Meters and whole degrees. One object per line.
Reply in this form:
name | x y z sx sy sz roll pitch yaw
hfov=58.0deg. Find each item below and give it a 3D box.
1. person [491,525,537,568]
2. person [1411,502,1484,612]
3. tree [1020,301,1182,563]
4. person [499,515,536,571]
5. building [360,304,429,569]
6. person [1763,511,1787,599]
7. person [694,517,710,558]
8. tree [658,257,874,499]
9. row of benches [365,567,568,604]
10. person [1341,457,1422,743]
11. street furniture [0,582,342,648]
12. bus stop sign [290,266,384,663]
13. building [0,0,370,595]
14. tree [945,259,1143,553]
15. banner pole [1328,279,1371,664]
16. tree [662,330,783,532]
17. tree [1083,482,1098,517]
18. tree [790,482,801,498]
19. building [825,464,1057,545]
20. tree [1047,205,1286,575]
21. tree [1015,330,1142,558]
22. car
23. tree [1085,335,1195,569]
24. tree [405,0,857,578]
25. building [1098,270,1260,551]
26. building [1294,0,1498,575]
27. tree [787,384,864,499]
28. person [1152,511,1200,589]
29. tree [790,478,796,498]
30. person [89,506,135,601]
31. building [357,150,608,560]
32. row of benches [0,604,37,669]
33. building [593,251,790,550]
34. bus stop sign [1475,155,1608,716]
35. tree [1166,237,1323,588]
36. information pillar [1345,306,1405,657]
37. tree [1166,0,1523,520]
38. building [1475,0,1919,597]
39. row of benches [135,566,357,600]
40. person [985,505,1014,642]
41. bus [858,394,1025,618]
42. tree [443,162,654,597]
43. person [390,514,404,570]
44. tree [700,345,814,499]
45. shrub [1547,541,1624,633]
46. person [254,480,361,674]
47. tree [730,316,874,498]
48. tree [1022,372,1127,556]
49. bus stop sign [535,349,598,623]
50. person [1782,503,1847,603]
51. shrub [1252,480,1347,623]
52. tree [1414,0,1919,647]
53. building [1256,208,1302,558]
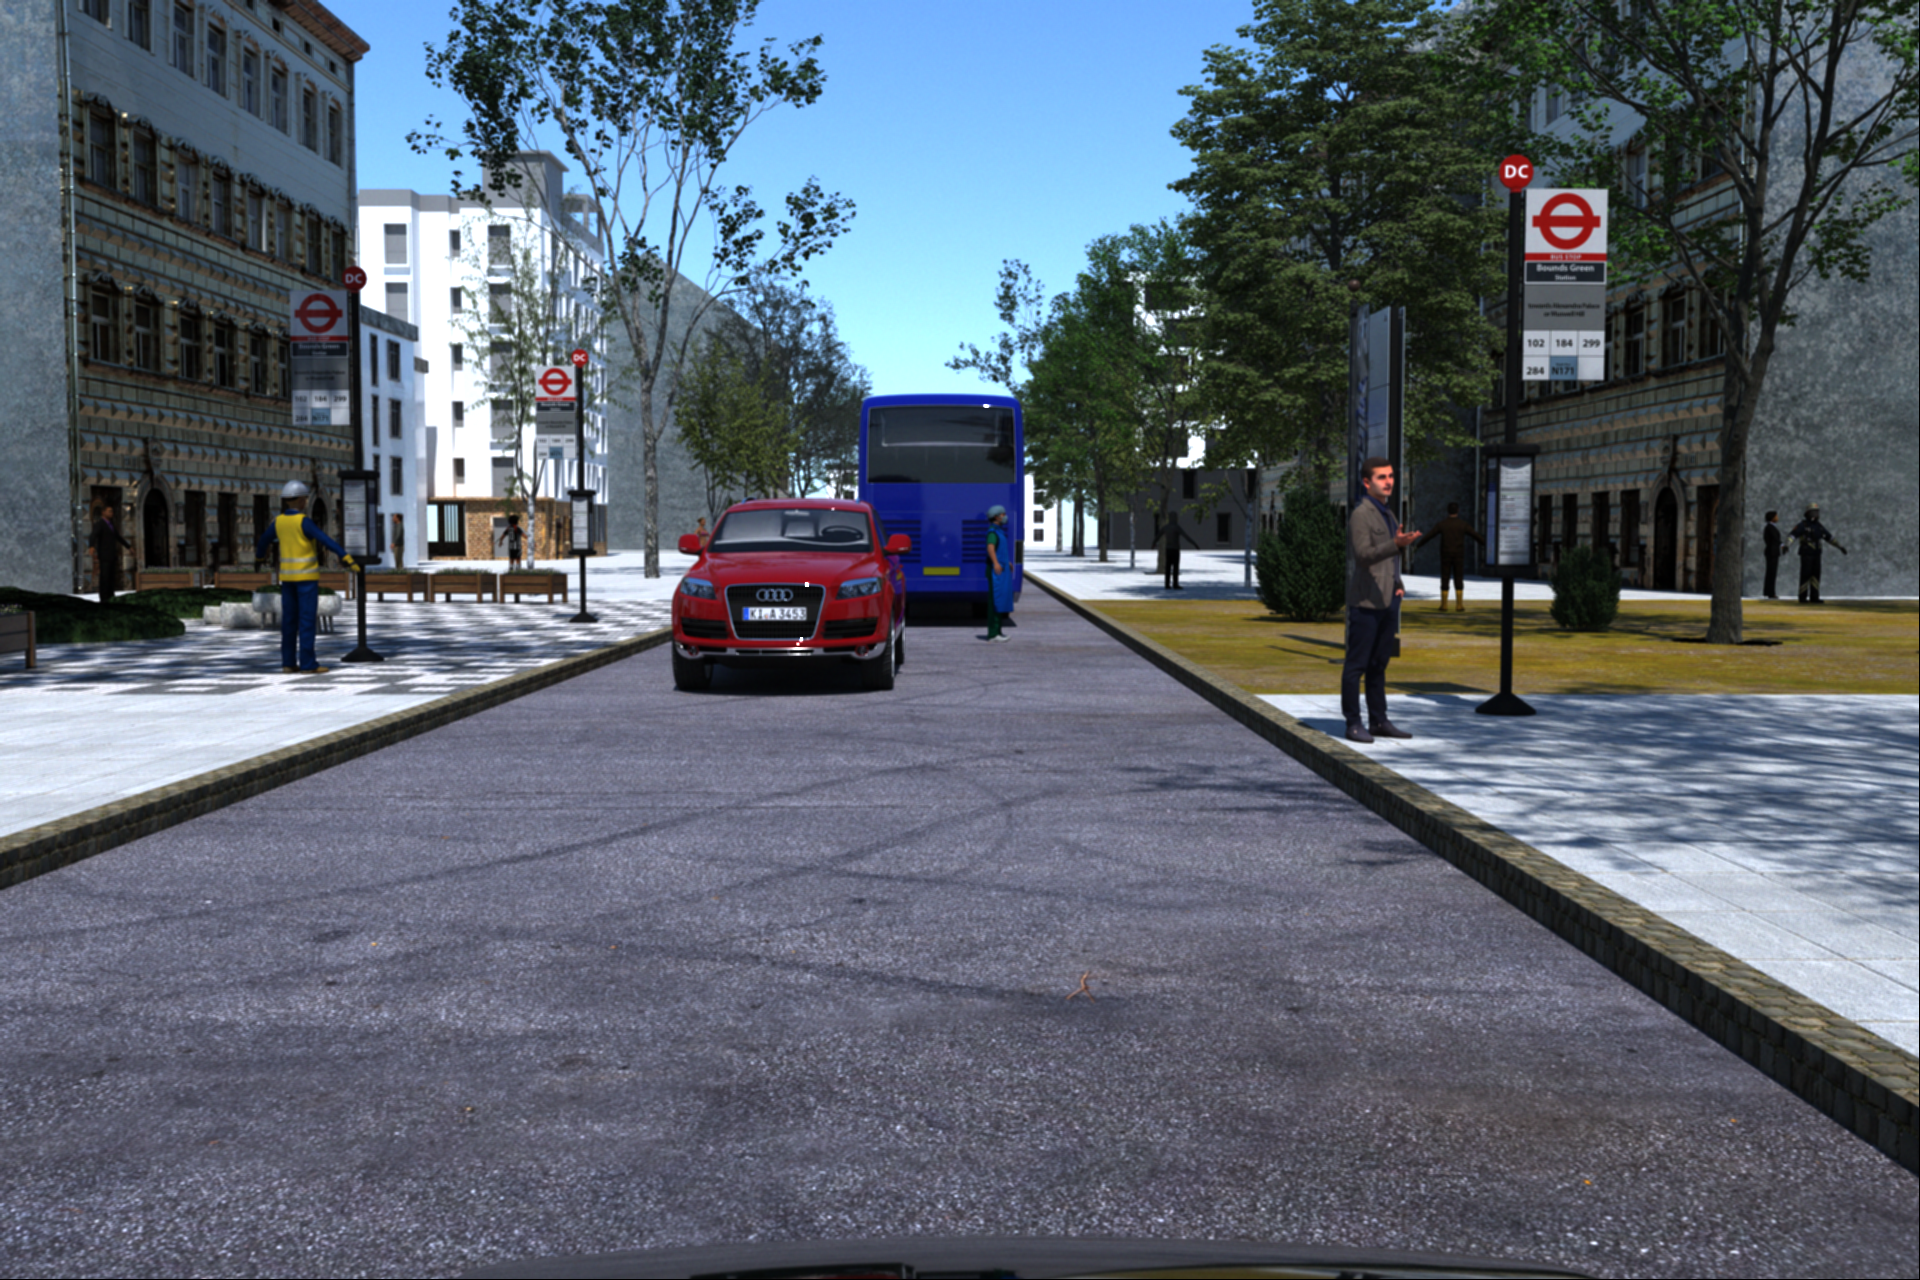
person | -13.398 -2.808 52.100 1.347 1.806 0.705 0 4 -6
person | 8.178 -1.384 28.769 1.346 1.812 0.704 1 4 16
tree | 6.321 -9.309 77.961 9.928 11.665 9.643 0 3 0
person | -12.567 -2.619 48.970 1.345 1.843 0.704 2 4 29
building | -26.433 -7.826 70.097 9.099 9.664 28.070 0 4 0
person | 16.203 -1.693 34.399 0.721 1.740 1.216 1 4 11
person | -6.936 -2.465 47.102 0.721 1.733 1.217 2 4 27
tree | -8.440 -10.246 77.884 12.009 13.543 11.850 0 3 0
row of benches | -9.176 -1.029 32.280 4.104 0.672 1.422 1 4 14
person | 2.682 -0.250 10.666 0.617 1.759 0.750 -3 4 -36
street furniture | -12.225 -0.529 24.268 5.734 0.657 10.072 -2 4 -34
bus stop sign | -6.248 -1.752 17.355 0.855 3.939 0.416 0 4 0
building | -27.924 -13.079 44.771 19.493 23.208 18.063 0 4 0
tree | 5.662 -16.183 120.473 12.611 20.169 13.585 0 3 0
banner pole | 3.875 -1.644 16.899 0.401 3.779 0.863 0 4 -1
tree | -8.689 -6.829 62.018 4.737 8.622 4.395 0 3 0
tree | 18.277 -16.903 210.768 7.601 10.594 8.767 0 4 2
tree | -21.560 -16.005 212.038 4.737 8.622 4.395 0 3 0
building | -1.809 -16.113 208.044 28.070 9.664 9.099 0 4 0
tree | 6.584 -7.874 54.497 9.928 11.665 9.643 0 3 0
tree | 6.202 -10.784 94.450 7.486 12.596 7.792 0 3 0
car | -1.615 -0.548 17.630 2.281 1.827 5.304 0 3 0
tree | 6.371 -6.884 62.914 4.737 8.622 4.395 0 3 0
tree | -8.878 -11.780 48.499 12.611 20.169 13.585 0 3 0
building | 25.728 -18.755 150.617 27.936 21.610 32.646 0 4 0
building | 23.394 -14.173 62.661 19.493 23.208 18.063 0 3 0
tree | -8.470 -11.819 119.002 9.928 11.665 9.643 0 3 0
person | 4.966 -2.091 40.309 1.348 1.813 0.705 3 5 43
tree | -22.482 -16.518 204.484 7.601 10.594 8.767 0 4 -3
person | -15.552 -1.555 31.648 0.704 1.802 1.346 0 4 5
building | -25.232 -14.088 86.754 16.016 20.090 11.380 0 4 0
row of benches | -8.902 0.061 14.460 1.422 0.672 4.104 0 4 -6
building | -24.268 -19.128 143.668 19.493 23.208 18.063 0 4 -1
bus stop sign | 4.130 -1.443 12.293 0.855 3.939 0.416 0 4 0
tree | 6.886 -5.563 41.321 4.737 8.622 4.395 0 3 0
information pillar | 4.477 -1.678 18.749 0.184 3.620 1.656 0 4 -2
tree | 7.320 -7.047 33.338 7.486 12.596 7.792 0 3 0
building | 25.160 -13.015 43.732 19.493 23.208 18.063 0 3 0
row of benches | -13.906 -1.109 33.593 4.104 0.672 1.422 0 4 -7
person | 0.525 -0.892 23.175 0.704 1.817 1.347 1 4 9
bus | -0.369 -2.489 32.248 2.896 3.916 12.251 0 4 -1
tree | -8.940 -5.181 35.080 4.360 8.622 3.978 0 3 0
person | -14.277 -2.305 43.964 0.705 1.796 1.348 -1 4 -13
tree | -8.126 -7.224 68.482 4.737 8.622 4.395 0 3 0
shrub | 8.182 -0.708 22.685 1.383 1.207 1.383 0 3 0
person | -6.055 -0.584 16.005 1.216 1.772 0.721 1 4 22
tree | -9.076 -11.515 98.632 12.009 13.543 11.850 0 3 0
tree | 7.058 -10.888 103.770 9.928 11.665 9.643 0 3 0
bus stop sign | -5.701 -2.225 25.087 0.855 3.939 0.416 0 3 0
person | 15.801 -1.612 32.130 1.354 1.856 0.705 -1 4 -13
shrub | 5.061 -1.303 25.338 1.661 2.075 1.752 0 3 0
tree | 9.125 -5.757 19.876 9.928 11.665 9.643 0 3 0
building | 25.355 -15.474 83.924 19.493 23.208 18.063 0 4 0
